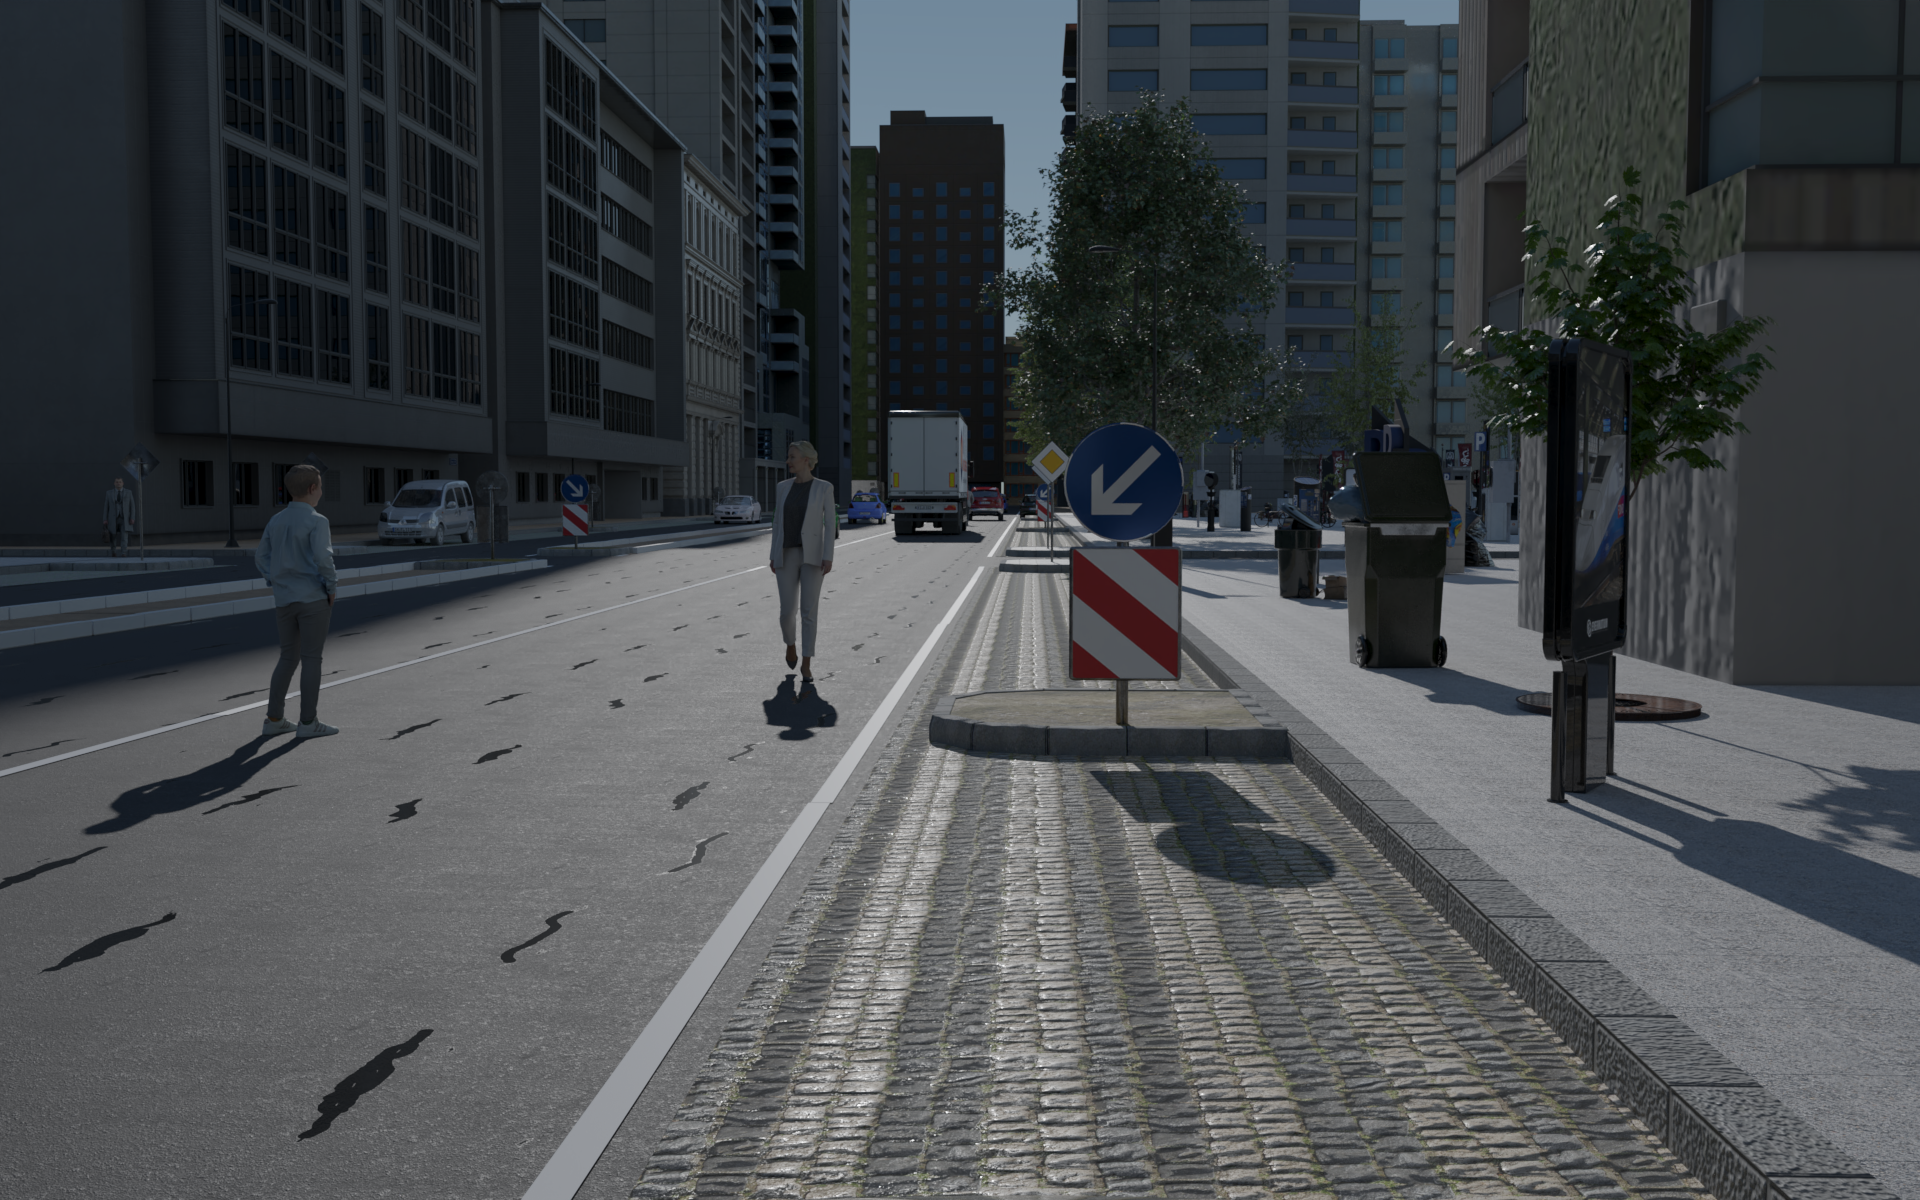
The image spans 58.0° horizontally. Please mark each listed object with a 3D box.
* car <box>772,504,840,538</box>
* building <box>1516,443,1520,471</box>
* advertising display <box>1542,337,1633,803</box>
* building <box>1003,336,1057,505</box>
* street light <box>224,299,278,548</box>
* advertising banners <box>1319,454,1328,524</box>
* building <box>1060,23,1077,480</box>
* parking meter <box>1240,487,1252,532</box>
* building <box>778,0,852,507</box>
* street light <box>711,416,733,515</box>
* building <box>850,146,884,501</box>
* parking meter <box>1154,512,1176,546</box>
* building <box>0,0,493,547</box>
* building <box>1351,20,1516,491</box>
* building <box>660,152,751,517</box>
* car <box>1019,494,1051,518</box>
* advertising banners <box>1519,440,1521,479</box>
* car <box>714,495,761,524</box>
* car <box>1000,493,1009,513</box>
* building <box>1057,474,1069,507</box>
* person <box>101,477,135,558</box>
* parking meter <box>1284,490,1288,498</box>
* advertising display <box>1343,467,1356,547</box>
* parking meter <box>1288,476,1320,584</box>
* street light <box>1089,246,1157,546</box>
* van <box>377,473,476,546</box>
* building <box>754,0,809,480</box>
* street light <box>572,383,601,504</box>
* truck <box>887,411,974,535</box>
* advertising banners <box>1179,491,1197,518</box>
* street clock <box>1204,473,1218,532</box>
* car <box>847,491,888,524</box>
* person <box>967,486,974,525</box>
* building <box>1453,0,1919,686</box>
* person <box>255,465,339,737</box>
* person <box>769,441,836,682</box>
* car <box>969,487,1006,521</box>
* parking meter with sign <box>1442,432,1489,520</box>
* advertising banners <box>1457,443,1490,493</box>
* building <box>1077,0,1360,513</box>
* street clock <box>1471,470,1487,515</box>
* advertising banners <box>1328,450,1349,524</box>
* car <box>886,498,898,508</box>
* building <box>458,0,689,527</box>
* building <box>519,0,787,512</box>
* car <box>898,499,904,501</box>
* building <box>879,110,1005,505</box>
[{"bbox_3d":[-4.869,-2.831,55.075,1.959,1.807,4.718,0,4,2],"label":"car"},{"bbox_3d":[68.290,-45.258,178.213,20.611,71.187,20.563,0,4,2],"label":"building"},{"bbox_3d":[2.729,-0.141,7.523,0.123,1.923,0.974,2,4,34],"label":"advertising display"},{"bbox_3d":[20.024,-22.494,212.809,28.899,21.520,27.650,0,4,2],"label":"building"},{"bbox_3d":[-16.939,-4.211,41.389,1.470,5.913,1.316,0,4,2],"label":"street light"},{"bbox_3d":[15.670,-4.790,74.501,0.090,3.025,2.074,0,3,0],"label":"advertising banners"},{"bbox_3d":[20.449,-30.975,161.071,22.147,44.769,28.867,0,4,2],"label":"building"},{"bbox_3d":[9.810,-3.120,59.422,0.372,1.533,0.369,0,3,0],"label":"parking meter"},{"bbox_3d":[-25.893,-39.142,181.971,28.212,58.520,21.231,0,4,2],"label":"building"},{"bbox_3d":[-14.279,-8.023,103.719,1.470,5.913,1.316,0,4,2],"label":"street light"},{"bbox_3d":[-16.164,-31.982,206.499,14.086,41.232,14.154,0,4,2],"label":"building"},{"bbox_3d":[2.917,-1.171,24.853,0.255,1.863,0.399,0,4,4],"label":"parking meter"},{"bbox_3d":[-25.019,-15.896,53.414,14.314,27.812,24.014,0,4,2],"label":"building"},{"bbox_3d":[41.913,-34.175,178.371,30.456,49.044,23.786,0,4,2],"label":"building"},{"bbox_3d":[-19.921,-16.977,106.458,11.050,23.489,19.941,0,4,2],"label":"building"},{"bbox_3d":[4.453,-5.687,102.765,2.009,1.686,4.222,0,4,4],"label":"car"},{"bbox_3d":[10.690,-2.139,31.153,2.074,3.025,0.090,-2,4,-30],"label":"advertising banners"},{"bbox_3d":[-10.750,-4.376,83.909,2.083,1.381,4.827,0,4,1],"label":"car"},{"bbox_3d":[2.801,-7.581,133.535,1.945,1.707,3.694,0,4,4],"label":"car"},{"bbox_3d":[17.330,-25.208,183.859,14.160,30.474,14.107,0,4,2],"label":"building"},{"bbox_3d":[-18.610,-1.815,38.275,0.694,1.812,0.767,-2,4,-24],"label":"person"},{"bbox_3d":[20.399,-6.103,108.202,0.372,1.533,0.369,0,3,0],"label":"parking meter"},{"bbox_3d":[9.797,-2.254,42.074,0.974,1.923,0.123,0,4,-2],"label":"advertising display"},{"bbox_3d":[4.965,-1.003,24.814,0.372,1.533,0.369,0,3,0],"label":"parking meter"},{"bbox_3d":[3.109,-3.670,32.539,1.470,5.913,1.316,0,4,2],"label":"street light"},{"bbox_3d":[-15.067,-2.567,48.988,2.013,2.044,4.112,0,4,2],"label":"van"},{"bbox_3d":[-24.455,-51.286,151.201,22.319,86.520,31.000,0,4,2],"label":"building"},{"bbox_3d":[-15.709,-6.122,72.643,1.470,5.913,1.316,0,4,2],"label":"street light"},{"bbox_3d":[-1.022,-4.599,64.105,2.839,4.237,11.283,0,4,2],"label":"truck"},{"bbox_3d":[12.169,-5.938,93.271,2.074,3.025,0.090,-3,5,-42],"label":"advertising banners"},{"bbox_3d":[8.546,-3.325,58.941,0.358,2.002,0.471,-2,4,-35],"label":"street clock"},{"bbox_3d":[-4.475,-4.537,83.779,1.945,1.707,3.694,0,4,1],"label":"car"},{"bbox_3d":[0.332,-4.330,79.142,0.661,1.843,0.795,-1,4,-17],"label":"person"},{"bbox_3d":[12.481,-20.386,16.911,14.154,41.232,14.086,0,4,2],"label":"building"},{"bbox_3d":[-3.888,0.003,10.259,0.589,1.601,0.330,2,4,33],"label":"person"},{"bbox_3d":[-1.231,-0.314,13.517,0.514,1.842,0.818,0,4,-5],"label":"person"},{"bbox_3d":[1.380,-5.287,95.122,2.281,1.827,5.304,0,4,1],"label":"car"},{"bbox_3d":[13.798,-3.177,48.206,1.738,3.016,0.543,-1,4,-19],"label":"parking meter with sign"},{"bbox_3d":[17.945,-3.846,59.071,2.074,3.025,0.090,3,4,38],"label":"advertising banners"},{"bbox_3d":[19.404,-36.088,132.035,21.231,58.520,28.212,0,4,2],"label":"building"},{"bbox_3d":[15.326,-2.857,51.276,0.471,2.002,0.358,1,4,15],"label":"street clock"},{"bbox_3d":[15.909,-4.474,69.332,2.074,3.025,0.090,1,4,17],"label":"advertising banners"},{"bbox_3d":[-6.915,-10.772,185.902,2.009,1.686,4.222,0,4,4],"label":"car"},{"bbox_3d":[-22.653,-16.036,81.251,14.314,24.678,30.058,0,4,2],"label":"building"},{"bbox_3d":[-23.616,-42.055,125.855,20.563,71.187,20.611,0,4,2],"label":"building"},{"bbox_3d":[-3.262,-6.755,119.477,2.155,1.783,4.494,0,4,1],"label":"car"},{"bbox_3d":[-1.824,-33.958,205.329,14.200,45.320,14.600,0,4,2],"label":"building"}]
